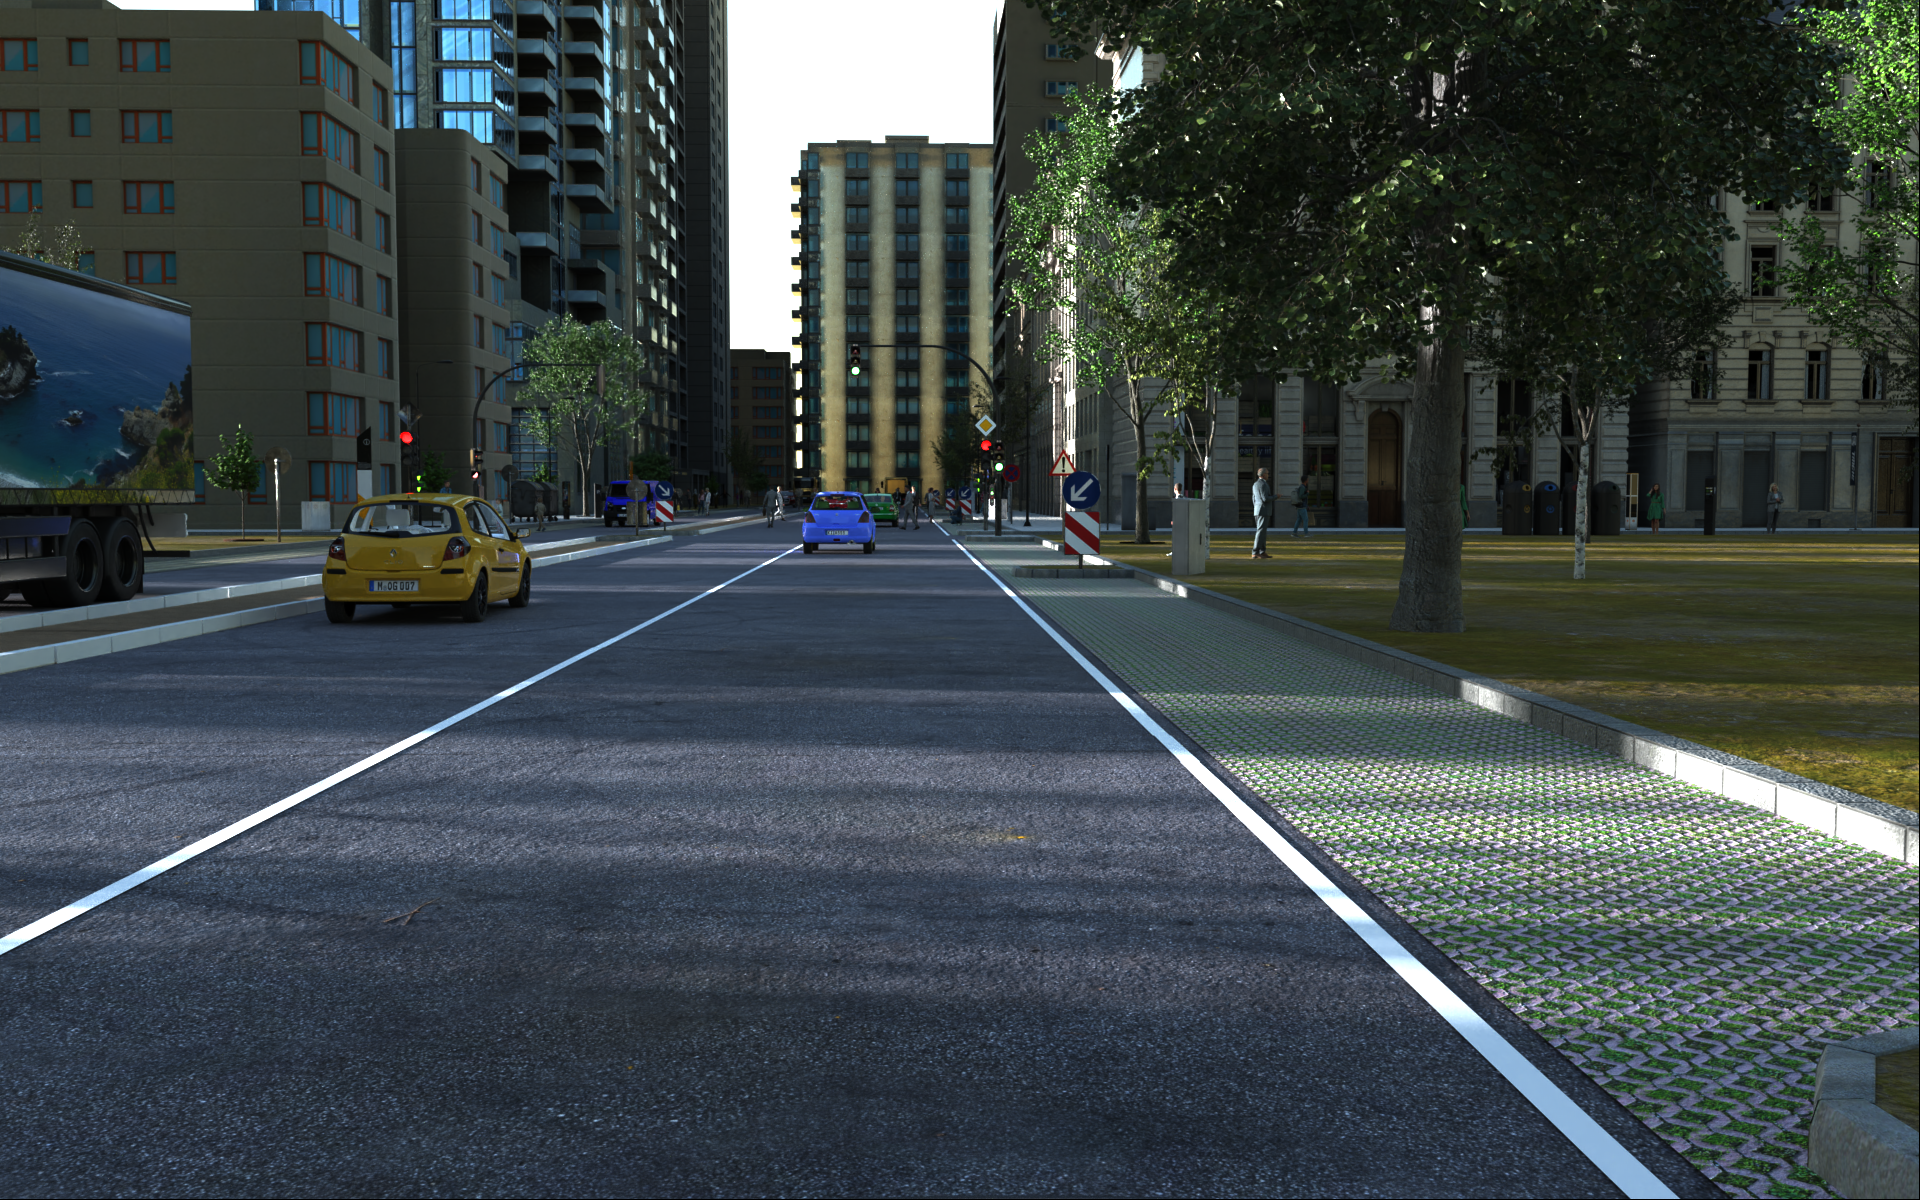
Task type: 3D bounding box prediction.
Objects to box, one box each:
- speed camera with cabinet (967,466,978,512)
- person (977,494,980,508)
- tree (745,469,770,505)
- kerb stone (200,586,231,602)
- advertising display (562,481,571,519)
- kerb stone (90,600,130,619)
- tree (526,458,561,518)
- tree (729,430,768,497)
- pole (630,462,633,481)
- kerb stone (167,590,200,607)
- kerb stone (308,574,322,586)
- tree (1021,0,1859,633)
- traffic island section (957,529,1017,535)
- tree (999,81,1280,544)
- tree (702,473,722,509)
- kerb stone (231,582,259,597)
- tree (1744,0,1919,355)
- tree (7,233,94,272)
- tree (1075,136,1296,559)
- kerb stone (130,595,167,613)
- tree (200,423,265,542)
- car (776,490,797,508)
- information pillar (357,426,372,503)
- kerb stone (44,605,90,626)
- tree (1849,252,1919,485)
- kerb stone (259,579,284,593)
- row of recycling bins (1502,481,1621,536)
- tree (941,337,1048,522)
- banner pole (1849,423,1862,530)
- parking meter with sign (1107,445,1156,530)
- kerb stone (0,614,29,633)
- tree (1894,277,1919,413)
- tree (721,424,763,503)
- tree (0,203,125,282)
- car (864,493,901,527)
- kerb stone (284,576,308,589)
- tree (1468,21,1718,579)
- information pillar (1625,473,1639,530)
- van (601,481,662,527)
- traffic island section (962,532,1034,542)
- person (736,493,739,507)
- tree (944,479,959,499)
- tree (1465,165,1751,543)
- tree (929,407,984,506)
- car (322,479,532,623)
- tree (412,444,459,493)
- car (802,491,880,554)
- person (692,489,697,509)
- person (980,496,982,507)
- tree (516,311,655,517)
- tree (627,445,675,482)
[{"bbox_3d":[0.940,-7.817,122.136,0.660,3.252,2.038,1,4,9],"label":"speed camera with cabinet"},{"bbox_3d":[1.400,-9.248,157.232,1.348,1.826,0.705,-3,5,-44],"label":"person"},{"bbox_3d":[-24.980,-14.010,212.777,4.285,4.588,4.351,0,3,0],"label":"tree"},{"bbox_3d":[-10.073,-0.063,23.225,0.120,0.150,1.000,0,4,-2],"label":"kerb stone"},{"bbox_3d":[-19.929,-5.045,87.697,0.123,1.923,0.974,-2,4,-30],"label":"advertising display"},{"bbox_3d":[-9.969,0.125,20.154,0.120,0.150,1.000,0,4,-2],"label":"kerb stone"},{"bbox_3d":[-21.933,-5.939,91.699,1.663,3.219,1.824,0,3,0],"label":"tree"},{"bbox_3d":[-23.972,-14.927,194.422,4.360,8.622,3.978,0,3,0],"label":"tree"},{"bbox_3d":[-20.705,-7.051,109.134,0.158,3.312,0.155,0,3,0],"label":"pole"},{"bbox_3d":[-10.037,0.000,22.202,0.120,0.150,1.000,0,4,-2],"label":"kerb stone"},{"bbox_3d":[-10.208,-0.313,27.319,0.120,0.150,1.000,0,4,-2],"label":"kerb stone"},{"bbox_3d":[4.444,-6.691,16.057,9.857,13.997,8.962,0,3,0],"label":"tree"},{"bbox_3d":[0.929,-2.371,61.045,2.009,0.180,2.903,0,4,-2],"label":"traffic island section"},{"bbox_3d":[4.569,-7.264,44.519,9.928,11.665,9.643,0,3,0],"label":"tree"},{"bbox_3d":[-22.031,-9.759,154.162,1.663,3.219,1.824,0,3,0],"label":"tree"},{"bbox_3d":[-10.103,-0.126,24.251,0.120,0.150,1.000,0,4,-2],"label":"kerb stone"},{"bbox_3d":[17.486,-6.335,29.326,9.928,11.665,9.643,0,3,0],"label":"tree"},{"bbox_3d":[-25.798,-6.081,49.782,4.737,8.622,4.395,0,3,0],"label":"tree"},{"bbox_3d":[4.684,-5.123,34.118,4.737,8.622,4.395,0,3,0],"label":"tree"},{"bbox_3d":[-10.006,0.066,21.181,0.120,0.150,1.000,0,4,-2],"label":"kerb stone"},{"bbox_3d":[-19.570,-3.224,47.320,1.663,3.219,1.824,0,3,0],"label":"tree"},{"bbox_3d":[-18.254,-10.626,182.402,2.281,1.827,5.304,0,4,-3],"label":"car"},{"bbox_3d":[-20.443,-4.169,59.520,0.504,3.616,0.183,-1,4,-18],"label":"information pillar"},{"bbox_3d":[-9.941,0.189,19.132,0.120,0.150,1.000,0,4,-2],"label":"kerb stone"},{"bbox_3d":[25.953,-5.824,45.578,4.360,8.622,3.978,0,3,0],"label":"tree"},{"bbox_3d":[-10.141,-0.186,25.276,0.120,0.150,1.000,0,4,-2],"label":"kerb stone"},{"bbox_3d":[18.723,-2.867,53.991,3.534,1.692,1.069,0,4,3],"label":"row of recycling bins"},{"bbox_3d":[2.096,-7.975,80.754,4.360,8.622,3.978,0,3,0],"label":"tree"},{"bbox_3d":[31.837,-4.380,61.633,0.401,3.779,0.863,0,4,7],"label":"banner pole"},{"bbox_3d":[6.047,-3.967,61.123,1.738,3.016,0.543,0,4,3],"label":"parking meter with sign"},{"bbox_3d":[-9.909,0.250,18.107,0.120,0.150,1.000,0,4,-2],"label":"kerb stone"},{"bbox_3d":[29.483,-6.151,50.934,4.737,8.622,4.395,0,3,0],"label":"tree"},{"bbox_3d":[-23.276,-14.247,183.293,4.737,8.622,4.395,0,3,0],"label":"tree"},{"bbox_3d":[-23.841,-5.780,44.868,4.360,8.622,3.978,0,3,0],"label":"tree"},{"bbox_3d":[-3.606,-4.136,76.422,1.959,1.807,4.718,0,4,-1],"label":"car"},{"bbox_3d":[-10.174,-0.251,26.297,0.120,0.150,1.000,0,4,-2],"label":"kerb stone"},{"bbox_3d":[9.421,-4.640,26.231,4.360,8.622,3.978,0,3,0],"label":"tree"},{"bbox_3d":[23.788,-3.476,61.332,0.304,2.012,0.304,-1,4,-10],"label":"information pillar"},{"bbox_3d":[-14.487,-4.430,76.819,2.240,2.365,5.245,0,4,-2],"label":"van"},{"bbox_3d":[1.187,-1.883,53.064,2.009,0.180,2.903,0,4,-2],"label":"traffic island section"},{"bbox_3d":[-22.489,-10.116,174.660,0.599,1.433,0.991,-2,4,-32],"label":"person"},{"bbox_3d":[-1.113,-12.408,197.466,1.663,3.219,1.824,0,3,0],"label":"tree"},{"bbox_3d":[16.567,-6.758,44.907,7.601,10.594,8.767,-2,4,-33],"label":"tree"},{"bbox_3d":[-0.272,-12.507,154.847,4.737,8.622,4.395,0,3,0],"label":"tree"},{"bbox_3d":[-6.262,-0.642,20.716,2.015,1.641,3.980,0,4,-3],"label":"car"},{"bbox_3d":[-20.486,-4.425,66.945,1.663,3.219,1.824,0,3,0],"label":"tree"},{"bbox_3d":[-2.962,-2.035,42.869,1.945,1.707,3.694,0,4,-1],"label":"car"},{"bbox_3d":[-23.355,-8.900,152.293,0.721,1.736,1.217,0,4,8],"label":"person"},{"bbox_3d":[2.018,-8.396,146.505,0.628,1.438,0.799,1,4,9],"label":"person"},{"bbox_3d":[-21.186,-10.540,98.082,9.928,11.665,9.643,0,3,0],"label":"tree"},{"bbox_3d":[-20.853,-8.149,116.947,4.285,4.588,4.351,0,3,0],"label":"tree"}]
